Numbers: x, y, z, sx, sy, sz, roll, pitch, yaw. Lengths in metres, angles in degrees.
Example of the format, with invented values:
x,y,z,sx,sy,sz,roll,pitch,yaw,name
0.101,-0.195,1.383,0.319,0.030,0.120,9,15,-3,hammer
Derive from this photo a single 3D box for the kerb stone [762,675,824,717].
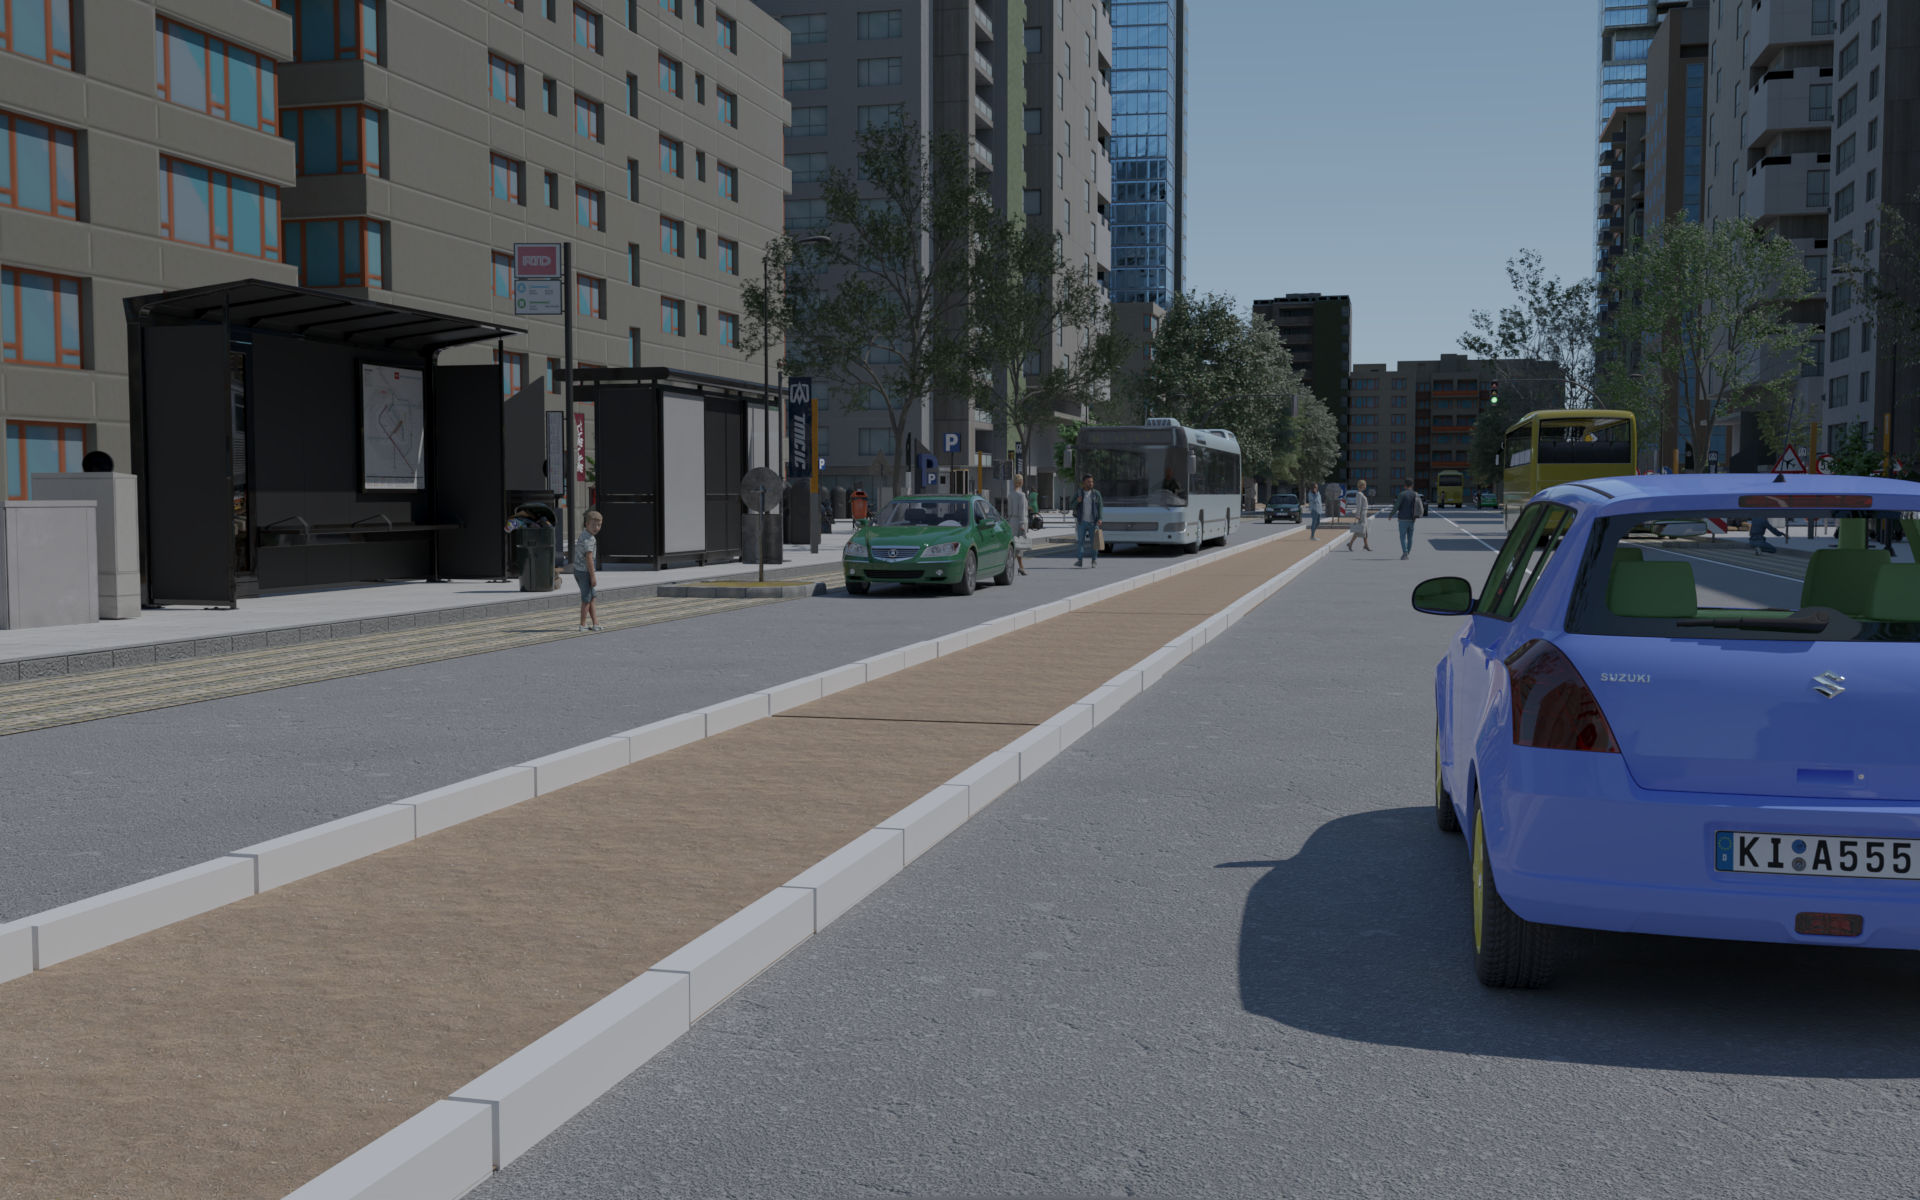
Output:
x,y,z,sx,sy,sz,roll,pitch,yaw,name
-1.151,0.647,11.624,0.120,0.150,1.000,1,4,14,kerb stone

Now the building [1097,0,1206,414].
x,y,z,sx,sy,sz,roll,pitch,yaw,name
15.237,-54.913,210.490,31.000,86.520,22.319,1,4,14,building

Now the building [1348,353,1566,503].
x,y,z,sx,sy,sz,roll,pitch,yaw,name
72.468,-25.049,254.591,28.899,21.520,27.650,1,4,14,building

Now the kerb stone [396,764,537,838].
x,y,z,sx,sy,sz,roll,pitch,yaw,name
-2.181,0.889,7.657,0.120,0.150,1.000,1,4,14,kerb stone

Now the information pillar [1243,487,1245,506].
x,y,z,sx,sy,sz,roll,pitch,yaw,name
23.718,-8.615,145.348,0.304,2.012,0.304,-2,4,-29,information pillar

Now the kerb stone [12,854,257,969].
x,y,z,sx,sy,sz,roll,pitch,yaw,name
-2.688,1.019,5.678,0.120,0.150,1.000,1,4,14,kerb stone

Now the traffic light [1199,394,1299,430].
x,y,z,sx,sy,sz,roll,pitch,yaw,name
13.044,-6.403,79.353,4.771,5.953,1.251,1,4,14,traffic light

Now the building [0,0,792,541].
x,y,z,sx,sy,sz,roll,pitch,yaw,name
-23.757,-12.862,55.333,28.899,21.520,27.650,1,4,14,building

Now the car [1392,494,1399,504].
x,y,z,sx,sy,sz,roll,pitch,yaw,name
45.568,-10.313,178.401,2.009,1.686,4.222,1,4,15,car

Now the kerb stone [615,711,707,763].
x,y,z,sx,sy,sz,roll,pitch,yaw,name
-1.674,0.768,9.642,0.120,0.150,1.000,1,4,14,kerb stone

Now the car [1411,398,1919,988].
x,y,z,sx,sy,sz,roll,pitch,yaw,name
2.608,0.212,6.133,1.945,1.707,3.694,1,4,13,car

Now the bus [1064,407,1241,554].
x,y,z,sx,sy,sz,roll,pitch,yaw,name
5.266,-3.034,44.468,2.948,3.499,13.247,1,4,15,bus

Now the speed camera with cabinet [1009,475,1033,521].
x,y,z,sx,sy,sz,roll,pitch,yaw,name
2.916,-5.389,82.438,0.660,3.252,2.038,1,4,20,speed camera with cabinet

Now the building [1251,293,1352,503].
x,y,z,sx,sy,sz,roll,pitch,yaw,name
49.729,-29.391,252.247,14.107,30.474,14.160,1,4,14,building

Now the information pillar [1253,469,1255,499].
x,y,z,sx,sy,sz,roll,pitch,yaw,name
21.883,-8.413,128.903,0.183,3.616,0.504,1,4,10,information pillar

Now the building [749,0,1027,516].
x,y,z,sx,sy,sz,roll,pitch,yaw,name
-4.422,-25.592,102.022,14.154,41.232,14.086,1,4,14,building

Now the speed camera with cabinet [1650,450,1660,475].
x,y,z,sx,sy,sz,roll,pitch,yaw,name
30.621,-5.097,77.671,2.038,3.252,0.660,-1,4,-8,speed camera with cabinet

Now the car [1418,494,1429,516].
x,y,z,sx,sy,sz,roll,pitch,yaw,name
29.467,-6.280,112.470,2.009,1.686,4.222,1,4,13,car

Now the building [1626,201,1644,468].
x,y,z,sx,sy,sz,roll,pitch,yaw,name
73.036,-24.430,171.129,14.160,30.474,14.107,1,4,14,building

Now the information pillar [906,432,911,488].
x,y,z,sx,sy,sz,roll,pitch,yaw,name
-1.946,-4.535,65.505,0.183,3.616,0.504,-1,4,-15,information pillar

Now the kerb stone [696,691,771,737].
x,y,z,sx,sy,sz,roll,pitch,yaw,name
-1.413,0.708,10.636,0.120,0.150,1.000,1,4,14,kerb stone

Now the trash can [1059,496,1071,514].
x,y,z,sx,sy,sz,roll,pitch,yaw,name
6.775,-6.129,111.869,0.748,1.137,0.748,0,3,0,trash can

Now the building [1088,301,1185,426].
x,y,z,sx,sy,sz,roll,pitch,yaw,name
7.573,-20.084,173.418,27.650,21.520,28.899,1,4,14,building

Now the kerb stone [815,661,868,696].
x,y,z,sx,sy,sz,roll,pitch,yaw,name
-0.897,0.589,12.627,0.120,0.150,1.000,1,4,14,kerb stone

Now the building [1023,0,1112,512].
x,y,z,sx,sy,sz,roll,pitch,yaw,name
-3.458,-33.234,132.616,28.713,52.752,27.495,1,4,14,building

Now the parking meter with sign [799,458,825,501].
x,y,z,sx,sy,sz,roll,pitch,yaw,name
-7.476,-5.412,84.743,1.738,3.016,0.543,2,4,29,parking meter with sign

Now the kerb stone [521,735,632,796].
x,y,z,sx,sy,sz,roll,pitch,yaw,name
-1.923,0.829,8.646,0.120,0.150,1.000,1,4,14,kerb stone

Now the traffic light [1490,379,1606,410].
x,y,z,sx,sy,sz,roll,pitch,yaw,name
23.335,-5.727,68.297,4.771,5.953,1.251,1,4,14,traffic light

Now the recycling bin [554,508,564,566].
x,y,z,sx,sy,sz,roll,pitch,yaw,name
-7.509,-1.108,30.663,0.722,1.027,0.722,1,4,18,recycling bin

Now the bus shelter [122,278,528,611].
x,y,z,sx,sy,sz,roll,pitch,yaw,name
-7.772,-1.885,22.108,1.731,3.624,6.357,1,4,14,bus shelter

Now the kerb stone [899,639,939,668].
x,y,z,sx,sy,sz,roll,pitch,yaw,name
-0.385,0.464,14.615,0.120,0.150,1.000,1,4,14,kerb stone

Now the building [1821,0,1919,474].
x,y,z,sx,sy,sz,roll,pitch,yaw,name
52.972,-19.316,87.511,14.107,30.474,14.160,1,4,14,building

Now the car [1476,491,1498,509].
x,y,z,sx,sy,sz,roll,pitch,yaw,name
50.008,-9.504,164.179,1.959,1.807,4.718,1,4,14,car

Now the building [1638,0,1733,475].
x,y,z,sx,sy,sz,roll,pitch,yaw,name
69.990,-30.973,156.519,14.600,45.320,14.200,1,4,14,building

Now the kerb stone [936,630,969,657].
x,y,z,sx,sy,sz,roll,pitch,yaw,name
-0.119,0.410,15.606,0.120,0.150,1.000,1,4,14,kerb stone

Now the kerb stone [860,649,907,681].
x,y,z,sx,sy,sz,roll,pitch,yaw,name
-0.637,0.525,13.618,0.120,0.150,1.000,1,4,14,kerb stone

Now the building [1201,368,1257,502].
x,y,z,sx,sy,sz,roll,pitch,yaw,name
30.235,-25.680,264.908,28.899,21.520,27.650,1,4,14,building

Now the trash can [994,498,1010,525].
x,y,z,sx,sy,sz,roll,pitch,yaw,name
1.692,-3.481,68.564,0.748,1.137,0.748,0,3,0,trash can

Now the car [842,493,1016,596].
x,y,z,sx,sy,sz,roll,pitch,yaw,name
-0.380,-0.873,26.066,2.131,1.459,4.920,1,4,13,car

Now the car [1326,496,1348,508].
x,y,z,sx,sy,sz,roll,pitch,yaw,name
37.376,-9.775,171.613,2.131,1.459,4.920,1,4,14,car

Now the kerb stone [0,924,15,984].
x,y,z,sx,sy,sz,roll,pitch,yaw,name
-2.940,1.071,4.679,0.120,0.150,1.000,1,4,14,kerb stone

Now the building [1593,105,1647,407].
x,y,z,sx,sy,sz,roll,pitch,yaw,name
82.365,-32.807,191.023,22.147,44.769,28.867,1,4,14,building

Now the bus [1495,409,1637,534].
x,y,z,sx,sy,sz,roll,pitch,yaw,name
17.214,-3.556,49.689,2.896,3.916,12.252,1,4,14,bus

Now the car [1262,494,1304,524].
x,y,z,sx,sy,sz,roll,pitch,yaw,name
15.763,-4.563,84.392,2.009,1.686,4.222,1,4,13,car

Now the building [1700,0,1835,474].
x,y,z,sx,sy,sz,roll,pitch,yaw,name
67.413,-32.347,118.112,28.713,52.752,27.495,1,4,14,building

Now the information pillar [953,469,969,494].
x,y,z,sx,sy,sz,roll,pitch,yaw,name
0.059,-2.898,51.871,0.304,2.012,0.304,2,4,27,information pillar

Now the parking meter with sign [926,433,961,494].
x,y,z,sx,sy,sz,roll,pitch,yaw,name
-0.644,-3.205,48.664,0.543,3.016,1.738,2,4,31,parking meter with sign

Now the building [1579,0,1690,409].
x,y,z,sx,sy,sz,roll,pitch,yaw,name
101.132,-56.817,241.625,31.000,86.520,22.319,1,4,14,building

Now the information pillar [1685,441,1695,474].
x,y,z,sx,sy,sz,roll,pitch,yaw,name
32.274,-5.213,76.588,0.504,3.616,0.183,1,4,13,information pillar

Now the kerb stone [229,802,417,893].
x,y,z,sx,sy,sz,roll,pitch,yaw,name
-2.431,0.950,6.666,0.120,0.150,1.000,1,4,14,kerb stone

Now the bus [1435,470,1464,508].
x,y,z,sx,sy,sz,roll,pitch,yaw,name
50.936,-11.532,180.090,2.896,3.916,12.252,1,4,15,bus

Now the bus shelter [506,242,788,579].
x,y,z,sx,sy,sz,roll,pitch,yaw,name
-5.407,-3.211,30.137,2.179,5.291,8.768,1,4,15,bus shelter
